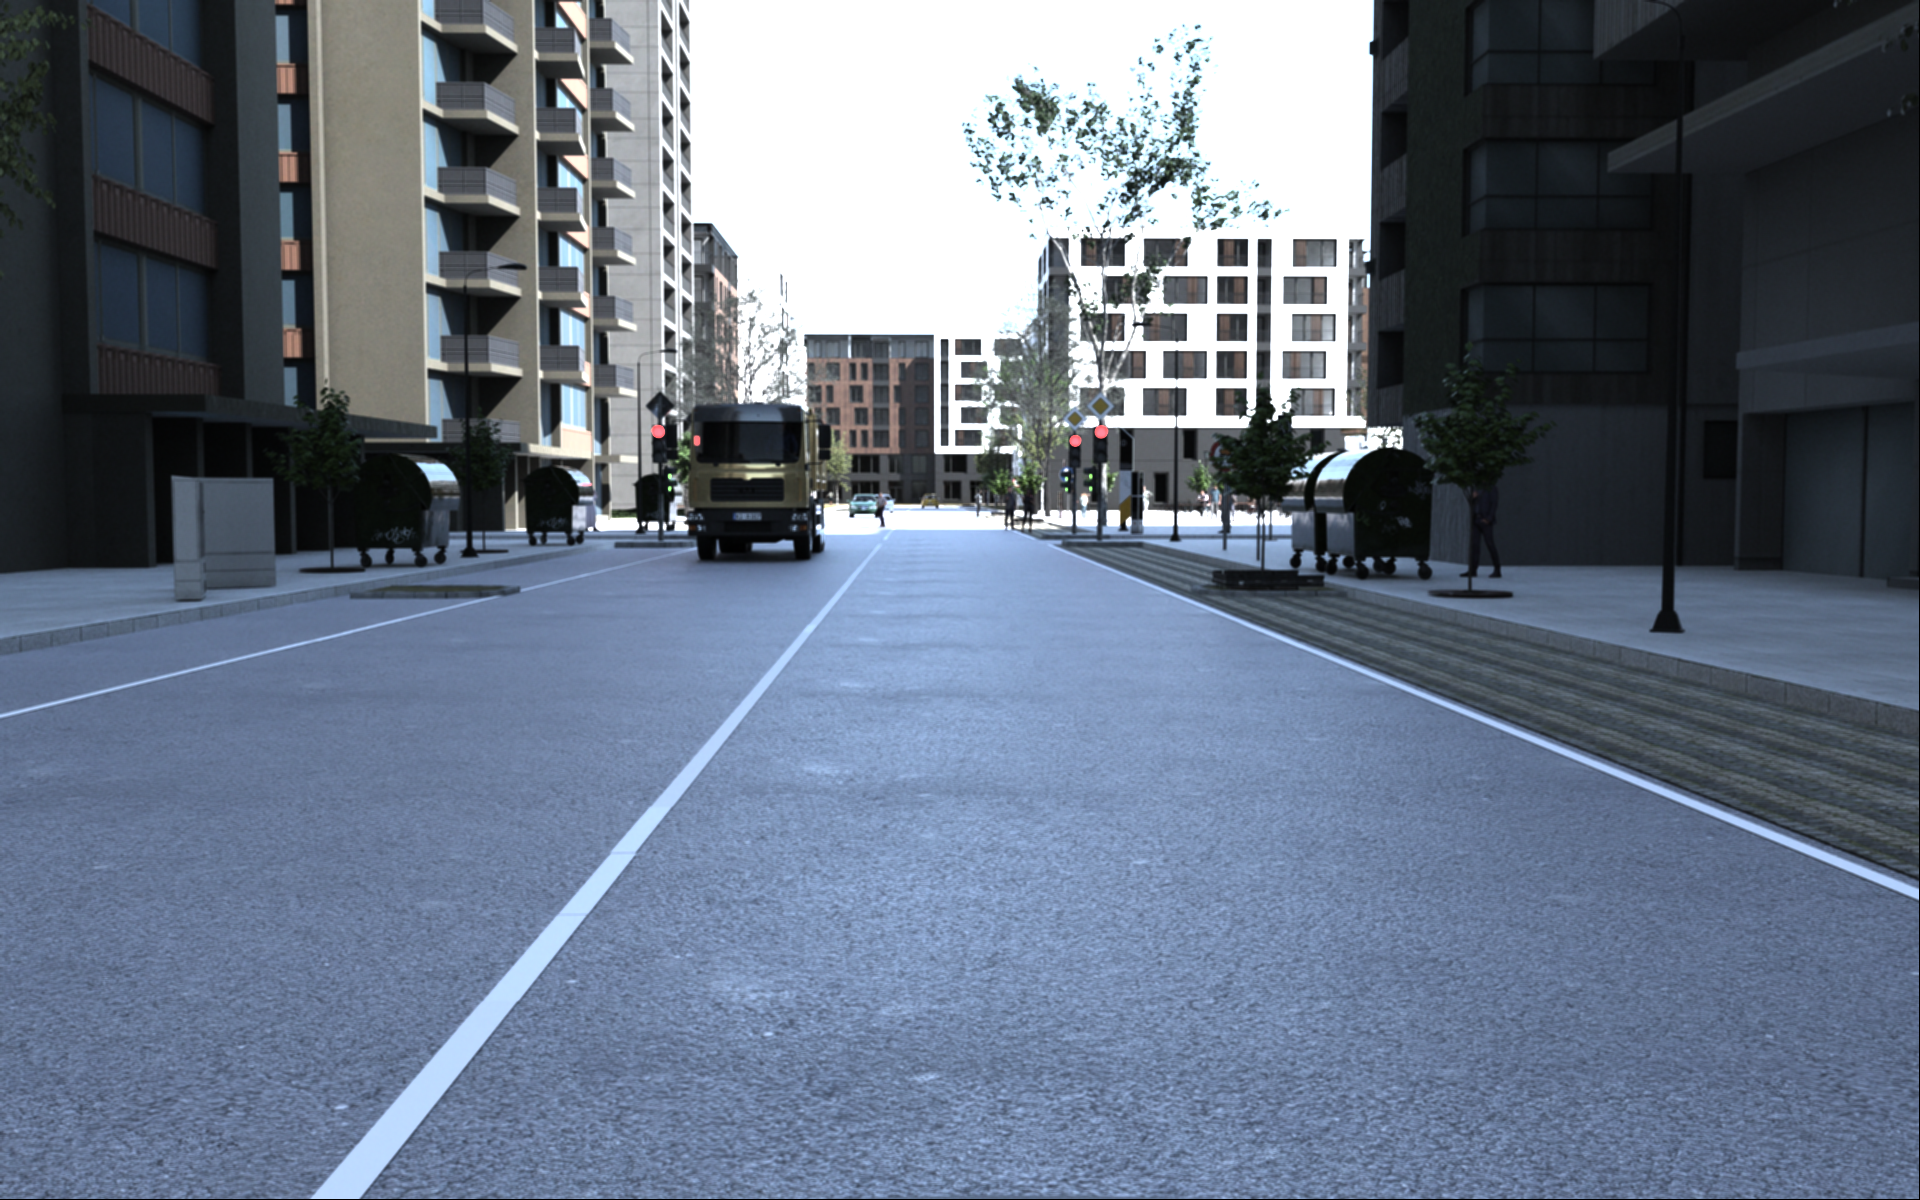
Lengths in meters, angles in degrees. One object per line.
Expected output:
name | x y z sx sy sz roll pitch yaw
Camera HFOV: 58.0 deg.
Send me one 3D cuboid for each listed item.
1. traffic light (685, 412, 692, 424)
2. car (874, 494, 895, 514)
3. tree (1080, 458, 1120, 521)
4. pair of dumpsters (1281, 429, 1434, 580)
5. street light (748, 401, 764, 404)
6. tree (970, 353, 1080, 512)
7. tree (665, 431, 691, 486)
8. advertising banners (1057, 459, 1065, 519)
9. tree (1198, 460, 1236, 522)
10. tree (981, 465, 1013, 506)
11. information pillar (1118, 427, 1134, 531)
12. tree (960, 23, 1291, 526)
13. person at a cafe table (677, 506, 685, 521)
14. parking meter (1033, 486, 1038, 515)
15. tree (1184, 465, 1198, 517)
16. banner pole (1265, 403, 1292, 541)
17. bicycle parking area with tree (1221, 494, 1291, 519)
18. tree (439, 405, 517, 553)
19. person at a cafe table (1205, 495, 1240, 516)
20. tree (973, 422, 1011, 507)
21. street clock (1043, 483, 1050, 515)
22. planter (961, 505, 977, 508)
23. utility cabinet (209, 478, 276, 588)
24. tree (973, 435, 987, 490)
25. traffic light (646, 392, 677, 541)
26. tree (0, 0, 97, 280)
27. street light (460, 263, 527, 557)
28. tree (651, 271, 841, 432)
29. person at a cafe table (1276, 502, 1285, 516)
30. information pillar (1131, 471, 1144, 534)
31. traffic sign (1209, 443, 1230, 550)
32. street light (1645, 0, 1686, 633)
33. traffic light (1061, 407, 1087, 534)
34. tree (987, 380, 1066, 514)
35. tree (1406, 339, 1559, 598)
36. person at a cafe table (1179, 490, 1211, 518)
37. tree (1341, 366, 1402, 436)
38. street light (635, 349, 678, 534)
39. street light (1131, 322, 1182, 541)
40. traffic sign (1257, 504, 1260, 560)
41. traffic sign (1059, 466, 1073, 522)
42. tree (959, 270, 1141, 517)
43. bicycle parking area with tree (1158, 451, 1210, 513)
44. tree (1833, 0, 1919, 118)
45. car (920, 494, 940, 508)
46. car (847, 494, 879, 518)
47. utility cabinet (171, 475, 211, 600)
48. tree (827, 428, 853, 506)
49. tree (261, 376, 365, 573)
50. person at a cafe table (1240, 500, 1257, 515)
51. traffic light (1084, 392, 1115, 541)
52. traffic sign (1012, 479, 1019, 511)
traffic light | -8.355 -4.065 55.381 0.839 4.253 0.868 0 4 -1
car | -5.814 -7.138 128.710 2.014 1.417 4.499 0 4 -1
tree | 6.765 -5.311 81.434 1.663 3.219 1.824 0 3 0
pair of dumpsters | 6.390 -1.555 27.911 1.574 2.255 4.437 0 4 -1
street light | -10.523 -6.994 86.898 1.470 5.913 1.316 0 4 -1
tree | 4.902 -12.096 123.526 9.928 11.665 9.643 0 3 0
tree | -11.637 -5.718 77.198 4.285 4.588 4.351 0 3 0
advertising banners | 5.164 -5.629 88.214 0.090 3.025 2.074 0 4 -6
tree | 12.305 -5.211 79.802 1.663 3.219 1.824 0 3 0
tree | 3.848 -11.994 179.809 4.285 4.588 4.351 0 3 0
information pillar | 5.785 -4.219 60.330 0.504 3.616 0.183 1 4 22
tree | 7.118 -13.039 69.081 12.611 20.169 13.585 0 3 0
person at a cafe table | -13.400 -4.330 81.651 1.726 1.238 1.698 -1 4 -11
parking meter | 4.625 -6.143 106.142 0.255 1.863 0.399 -1 4 -18
tree | 13.470 -6.326 98.038 1.663 3.219 1.824 0 3 0
banner pole | 8.823 -3.543 47.939 0.863 3.779 0.401 -1 4 -17
bicycle parking area with tree | 19.527 -6.283 89.724 8.231 4.147 9.016 3 5 45
tree | -10.583 -2.649 37.915 1.663 3.219 1.824 0 3 0
person at a cafe table | 15.055 -5.481 100.477 1.726 1.238 1.698 1 4 21
tree | 3.425 -13.554 171.976 4.360 8.622 3.978 0 3 0
street clock | 5.221 -6.122 104.666 0.358 2.002 0.471 2 4 31
planter | 0.878 -10.054 185.527 1.991 0.319 1.994 0 4 -1
utility cabinet | -9.986 -0.912 23.589 1.173 1.500 0.318 -3 4 -37
tree | 3.234 -14.982 195.310 4.737 8.622 4.395 0 3 0
traffic light | -8.182 -3.577 47.398 0.839 4.253 0.868 0 4 -1
tree | -11.029 -4.131 17.910 4.737 8.622 4.395 0 3 0
street light | -9.423 -3.822 35.026 1.470 5.913 1.316 0 4 -1
tree | -11.680 -11.264 94.532 12.009 13.543 11.850 0 3 0
person at a cafe table | 19.362 -5.608 102.558 1.698 1.238 1.726 -2 4 -24
information pillar | 5.720 -3.145 55.914 0.304 2.012 0.304 3 4 39
traffic sign | 6.089 -2.424 39.741 0.768 2.556 0.104 0 4 1
street light | 6.056 -2.656 15.971 1.470 5.913 1.316 0 4 -1
traffic light | 3.663 -4.082 55.657 0.839 4.253 0.868 0 4 -1
tree | 5.115 -9.862 111.601 4.737 8.622 4.395 0 3 0
tree | 6.378 -1.667 21.849 1.663 3.219 1.824 0 3 0
person at a cafe table | 13.066 -5.262 94.547 1.698 1.524 1.622 2 4 34
tree | 17.620 -7.319 70.025 4.360 8.622 3.978 0 3 0
street light | -9.732 -5.075 55.524 1.470 5.913 1.316 0 4 -1
street light | 5.321 -4.549 46.921 1.470 5.913 1.316 0 4 -1
traffic sign | 5.774 -1.917 33.468 0.606 2.300 0.079 0 4 7
traffic sign | 4.961 -4.868 79.698 0.768 2.556 0.104 1 4 9
tree | 4.752 -11.356 96.043 12.009 13.543 11.850 0 3 0
bicycle parking area with tree | 17.505 -8.033 118.339 9.016 4.147 8.231 2 4 34
tree | 7.701 -3.659 10.187 4.360 8.622 3.978 0 3 0
car | -3.033 -10.077 174.988 2.015 1.641 3.980 0 4 -3
car | -5.876 -5.787 106.419 2.131 1.459 4.920 0 4 -2
utility cabinet | -9.408 -0.764 21.173 0.318 1.500 1.173 -1 4 -21
tree | -13.557 -14.703 190.762 4.737 8.622 4.395 0 3 0
tree | -10.373 -2.082 28.640 1.663 3.219 1.824 0 3 0
person at a cafe table | 17.877 -5.982 108.662 1.726 1.238 1.698 -1 4 -14
traffic light | 3.836 -3.593 47.674 0.839 4.253 0.868 0 4 -1
traffic sign | 4.302 -7.921 129.620 0.768 2.556 0.104 0 4 2
